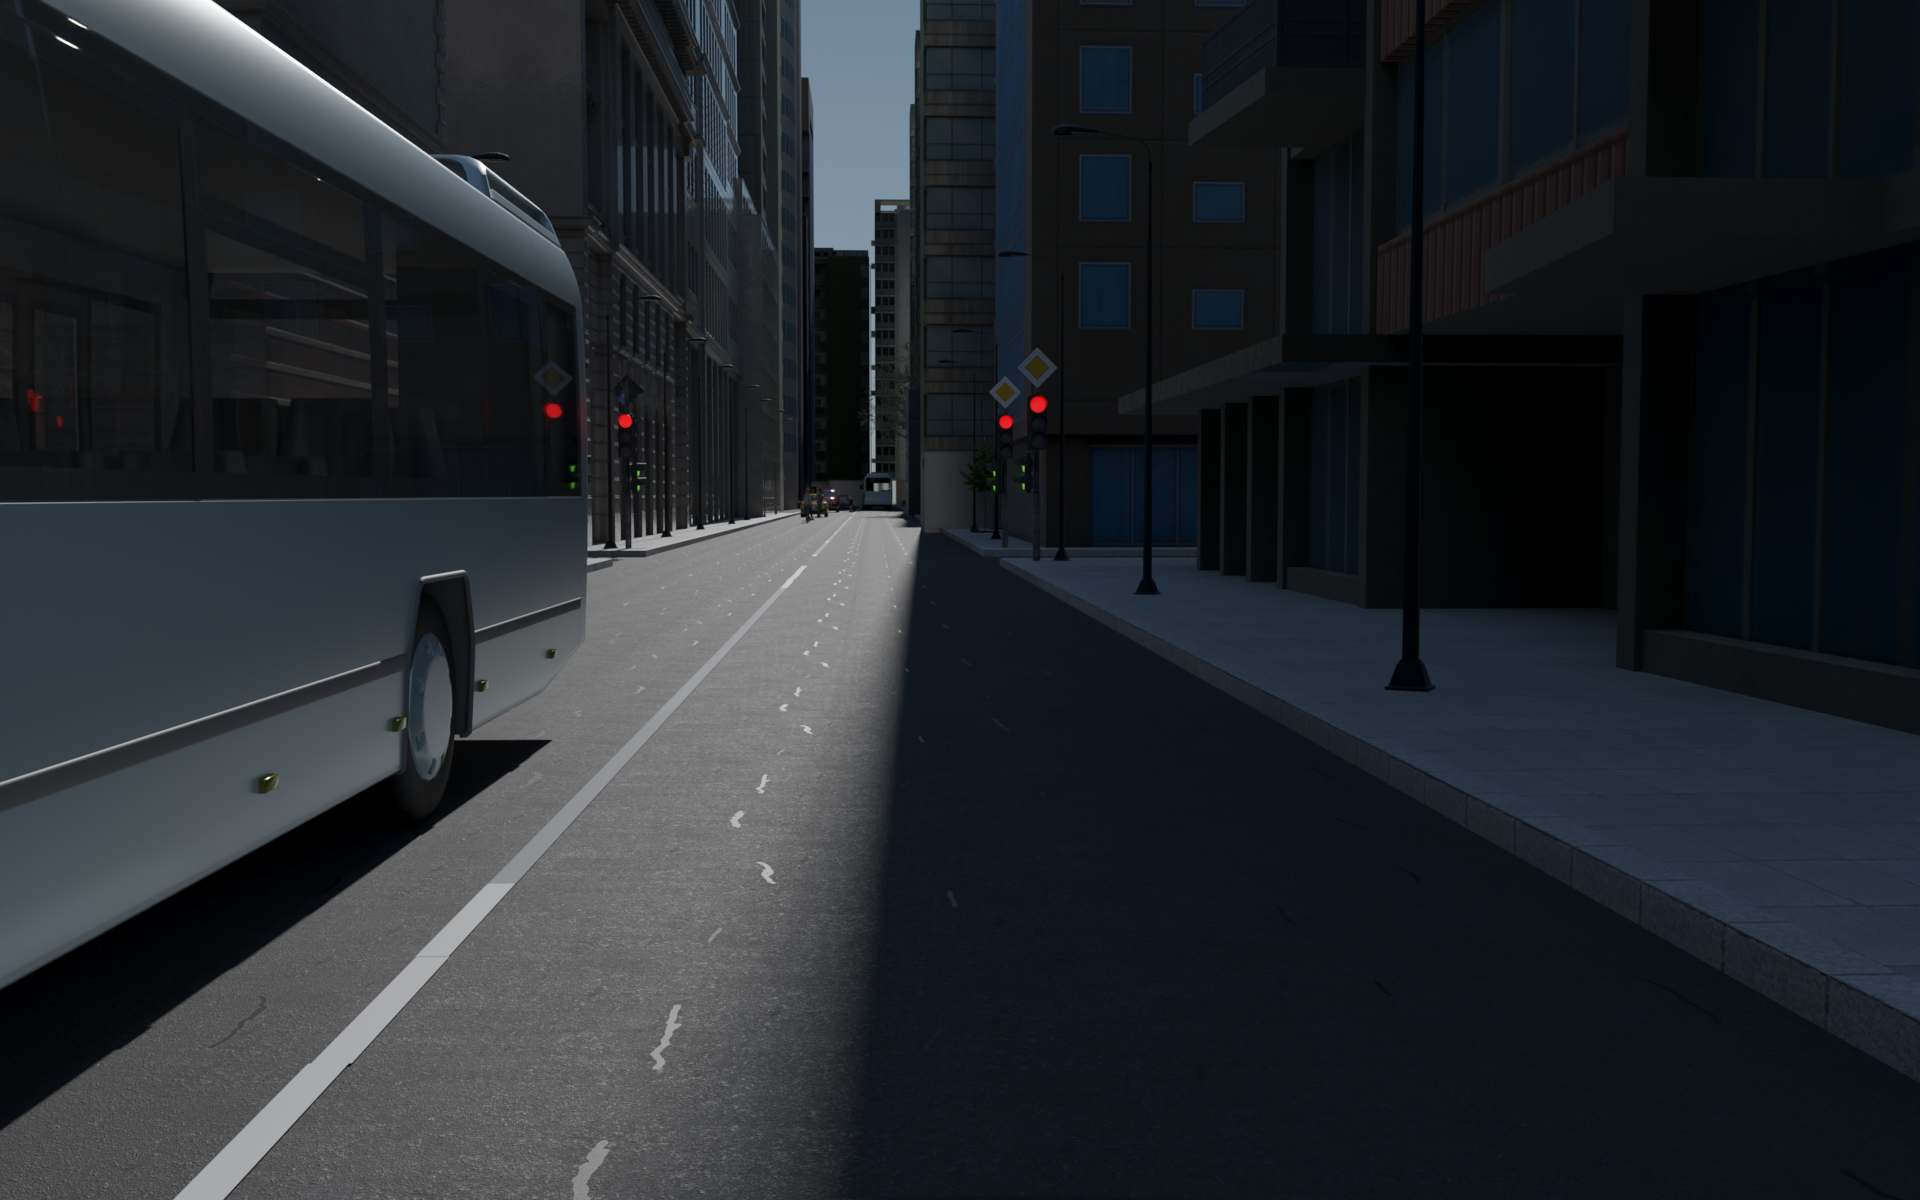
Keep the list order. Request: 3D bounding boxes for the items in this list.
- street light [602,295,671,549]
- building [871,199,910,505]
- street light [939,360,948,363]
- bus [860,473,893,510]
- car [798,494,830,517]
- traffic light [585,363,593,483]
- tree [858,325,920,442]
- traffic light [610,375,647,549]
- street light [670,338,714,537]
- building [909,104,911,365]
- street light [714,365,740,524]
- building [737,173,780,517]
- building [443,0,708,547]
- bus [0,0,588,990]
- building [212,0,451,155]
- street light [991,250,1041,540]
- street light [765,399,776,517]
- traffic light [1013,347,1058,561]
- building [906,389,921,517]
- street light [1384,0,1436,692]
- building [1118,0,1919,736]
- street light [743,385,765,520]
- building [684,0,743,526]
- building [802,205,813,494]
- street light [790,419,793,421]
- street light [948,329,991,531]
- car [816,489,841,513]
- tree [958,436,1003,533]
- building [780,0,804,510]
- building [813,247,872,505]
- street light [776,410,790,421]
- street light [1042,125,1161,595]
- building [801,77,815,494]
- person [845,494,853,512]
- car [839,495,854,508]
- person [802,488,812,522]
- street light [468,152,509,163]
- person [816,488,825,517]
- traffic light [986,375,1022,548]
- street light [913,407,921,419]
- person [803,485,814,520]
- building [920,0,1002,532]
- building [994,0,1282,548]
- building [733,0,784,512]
[{"bbox_3d":[-7.686,-4.163,40.613,1.470,5.913,1.316,0,4,-3],"label":"street light"},{"bbox_3d":[0.960,-32.047,215.843,23.993,40.220,32.217,0,4,-3],"label":"building"},{"bbox_3d":[-0.036,-5.346,59.952,1.470,5.913,1.316,0,4,-3],"label":"street light"},{"bbox_3d":[-7.738,-10.148,160.786,2.948,3.499,13.247,0,4,-4],"label":"bus"},{"bbox_3d":[-9.113,-6.012,108.512,2.015,1.641,3.980,0,4,-3],"label":"car"},{"bbox_3d":[-7.397,-2.680,32.742,0.839,4.253,0.868,0,4,-3],"label":"traffic light"},{"bbox_3d":[-2.149,-12.961,122.278,12.009,13.543,11.850,0,3,0],"label":"tree"},{"bbox_3d":[-7.798,-3.168,40.717,0.839,4.253,0.868,0,4,-3],"label":"traffic light"},{"bbox_3d":[-8.227,-4.834,51.583,1.470,5.913,1.316,0,4,-3],"label":"street light"},{"bbox_3d":[2.877,-28.959,157.077,14.154,41.232,14.086,0,4,-3],"label":"building"},{"bbox_3d":[-8.830,-5.494,62.367,1.470,5.913,1.316,0,4,-3],"label":"street light"},{"bbox_3d":[-16.398,-15.156,102.550,10.420,20.320,16.860,0,4,-3],"label":"building"},{"bbox_3d":[-15.357,-12.860,52.058,13.314,21.916,24.055,0,4,-3],"label":"building"},{"bbox_3d":[-3.420,-0.577,4.302,2.948,3.499,13.247,0,4,-2],"label":"bus"},{"bbox_3d":[-18.541,-12.092,26.583,19.941,23.489,11.050,0,4,-3],"label":"building"},{"bbox_3d":[1.418,-3.709,33.186,1.470,5.913,1.316,0,4,-3],"label":"street light"},{"bbox_3d":[-9.918,-6.869,84.853,1.470,5.913,1.316,0,4,-3],"label":"street light"},{"bbox_3d":[1.453,-2.708,33.201,0.839,4.253,0.868,0,4,-3],"label":"traffic light"},{"bbox_3d":[8.261,-48.122,99.472,22.319,86.520,31.000,0,4,-3],"label":"building"},{"bbox_3d":[2.421,-2.364,11.197,1.470,5.913,1.316,0,4,-3],"label":"street light"},{"bbox_3d":[14.251,-22.102,15.995,22.147,44.769,28.867,0,4,-3],"label":"building"},{"bbox_3d":[-9.240,-6.210,74.072,1.470,5.913,1.316,0,4,-3],"label":"street light"},{"bbox_3d":[-16.672,-18.437,78.930,11.434,29.767,29.804,0,4,-3],"label":"building"},{"bbox_3d":[-21.790,-24.118,166.031,14.160,30.474,14.107,0,4,-3],"label":"building"},{"bbox_3d":[-11.010,-8.221,106.954,1.470,5.913,1.316,0,4,-3],"label":"street light"},{"bbox_3d":[0.484,-4.663,48.774,1.470,5.913,1.316,0,4,-3],"label":"street light"},{"bbox_3d":[-10.490,-7.804,136.265,2.281,1.827,5.304,0,4,-4],"label":"car"},{"bbox_3d":[0.717,-3.851,57.566,1.663,3.219,1.824,0,3,0],"label":"tree"},{"bbox_3d":[-24.181,-36.781,143.373,21.231,58.520,28.212,0,4,-3],"label":"building"},{"bbox_3d":[-17.594,-26.551,205.805,14.107,30.474,14.160,0,4,-3],"label":"building"},{"bbox_3d":[-10.355,-7.542,95.846,1.470,5.913,1.316,0,4,-3],"label":"street light"},{"bbox_3d":[1.858,-3.024,21.984,1.470,5.913,1.316,0,4,-3],"label":"street light"},{"bbox_3d":[-22.752,-32.600,183.122,14.200,45.320,14.600,0,4,-3],"label":"building"},{"bbox_3d":[-8.749,-7.625,136.398,0.697,1.427,0.421,0,4,-2],"label":"person"},{"bbox_3d":[-12.040,-10.241,179.801,2.083,1.381,4.827,0,4,-3],"label":"car"},{"bbox_3d":[-7.691,-4.791,87.500,0.731,1.740,0.598,2,4,34],"label":"person"},{"bbox_3d":[-6.832,-3.128,23.691,1.470,5.913,1.316,0,4,-3],"label":"street light"},{"bbox_3d":[-8.540,-5.960,106.123,0.466,1.800,0.511,1,4,10],"label":"person"},{"bbox_3d":[1.052,-3.196,41.176,0.839,4.253,0.868,0,4,-3],"label":"traffic light"},{"bbox_3d":[-1.634,-7.326,92.316,1.470,5.913,1.316,0,4,-3],"label":"street light"},{"bbox_3d":[-8.240,-5.288,94.315,0.648,1.900,0.474,2,4,35],"label":"person"},{"bbox_3d":[5.348,-23.645,70.184,14.154,41.232,14.086,0,4,-3],"label":"building"},{"bbox_3d":[8.427,-24.271,46.942,14.200,45.320,14.600,0,4,-3],"label":"building"},{"bbox_3d":[-19.933,-26.812,121.971,14.154,41.232,14.086,0,4,-3],"label":"building"}]
